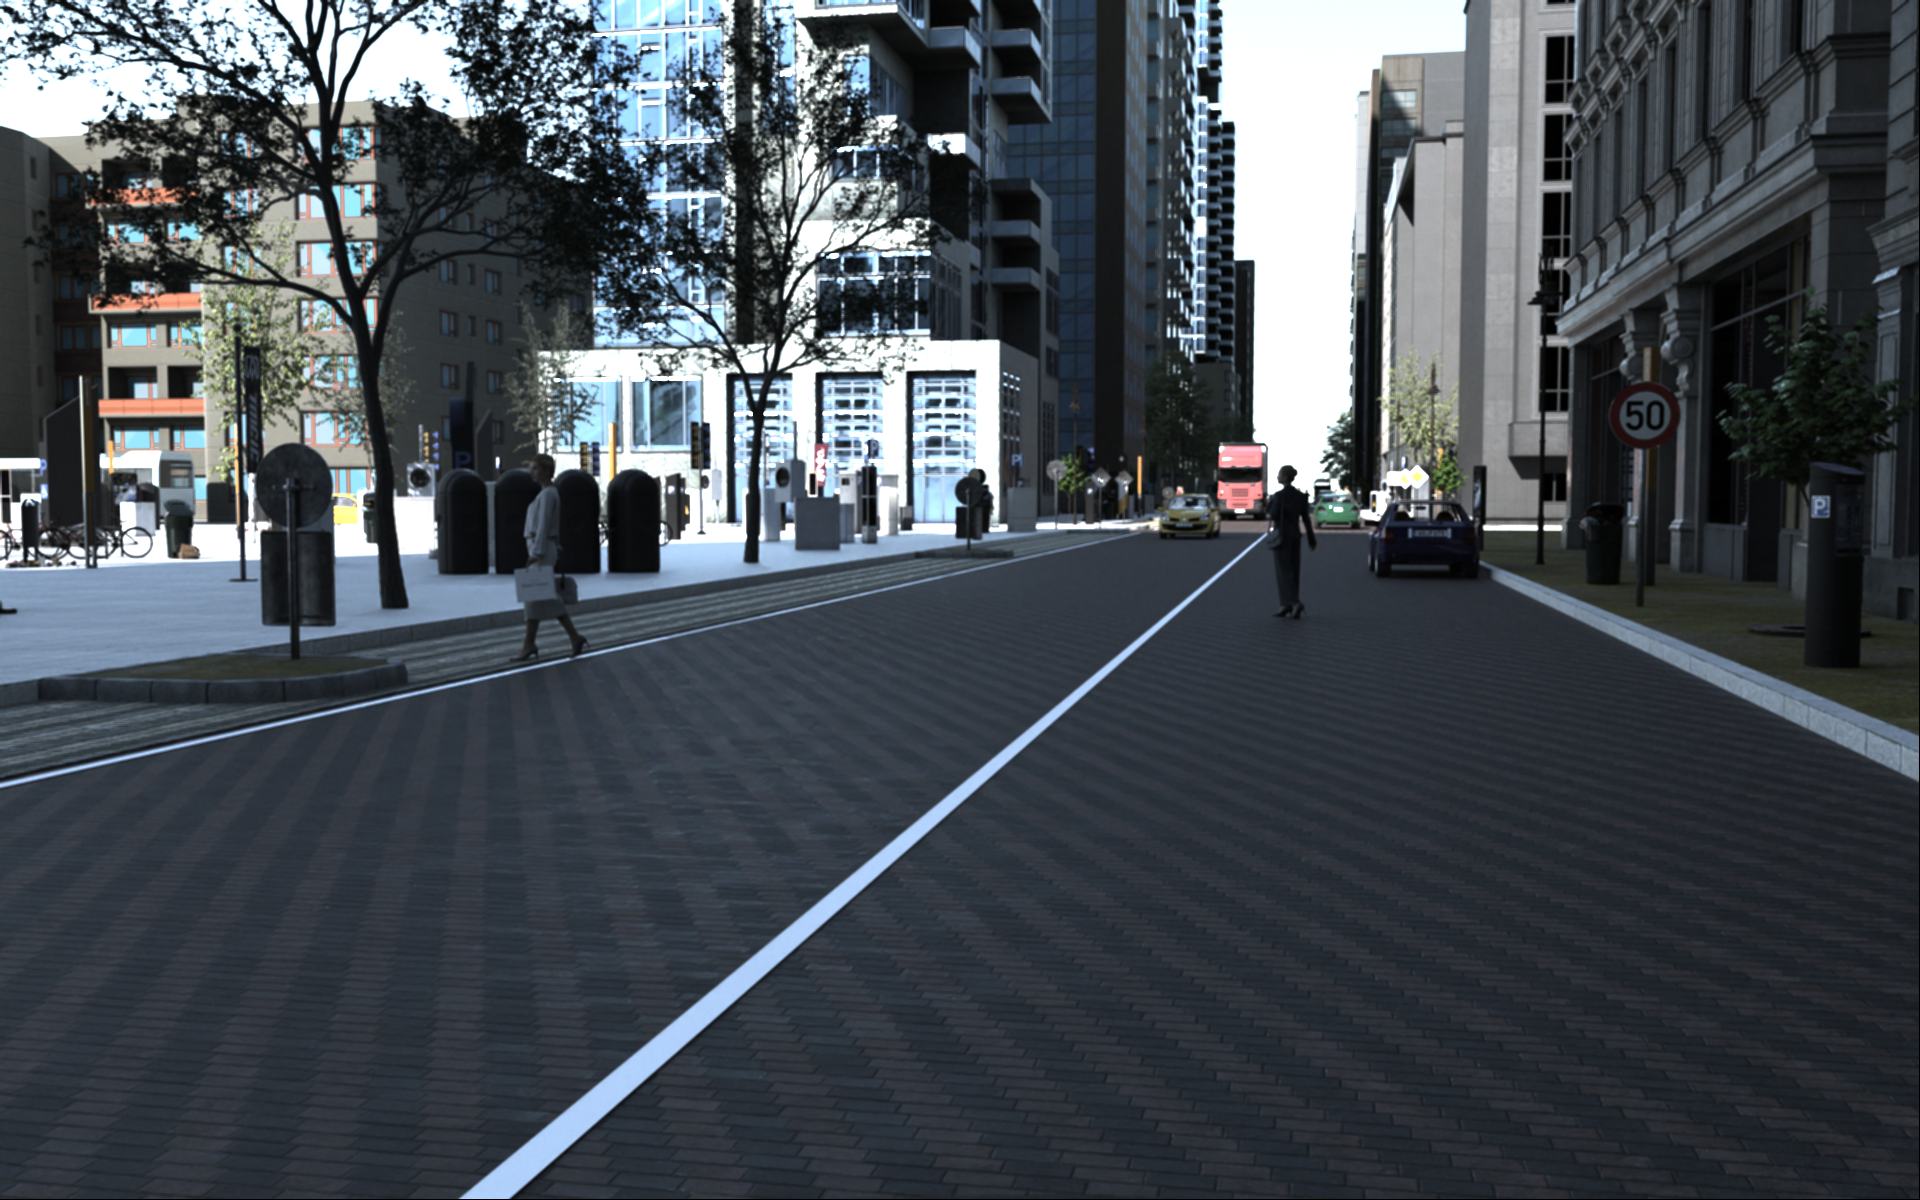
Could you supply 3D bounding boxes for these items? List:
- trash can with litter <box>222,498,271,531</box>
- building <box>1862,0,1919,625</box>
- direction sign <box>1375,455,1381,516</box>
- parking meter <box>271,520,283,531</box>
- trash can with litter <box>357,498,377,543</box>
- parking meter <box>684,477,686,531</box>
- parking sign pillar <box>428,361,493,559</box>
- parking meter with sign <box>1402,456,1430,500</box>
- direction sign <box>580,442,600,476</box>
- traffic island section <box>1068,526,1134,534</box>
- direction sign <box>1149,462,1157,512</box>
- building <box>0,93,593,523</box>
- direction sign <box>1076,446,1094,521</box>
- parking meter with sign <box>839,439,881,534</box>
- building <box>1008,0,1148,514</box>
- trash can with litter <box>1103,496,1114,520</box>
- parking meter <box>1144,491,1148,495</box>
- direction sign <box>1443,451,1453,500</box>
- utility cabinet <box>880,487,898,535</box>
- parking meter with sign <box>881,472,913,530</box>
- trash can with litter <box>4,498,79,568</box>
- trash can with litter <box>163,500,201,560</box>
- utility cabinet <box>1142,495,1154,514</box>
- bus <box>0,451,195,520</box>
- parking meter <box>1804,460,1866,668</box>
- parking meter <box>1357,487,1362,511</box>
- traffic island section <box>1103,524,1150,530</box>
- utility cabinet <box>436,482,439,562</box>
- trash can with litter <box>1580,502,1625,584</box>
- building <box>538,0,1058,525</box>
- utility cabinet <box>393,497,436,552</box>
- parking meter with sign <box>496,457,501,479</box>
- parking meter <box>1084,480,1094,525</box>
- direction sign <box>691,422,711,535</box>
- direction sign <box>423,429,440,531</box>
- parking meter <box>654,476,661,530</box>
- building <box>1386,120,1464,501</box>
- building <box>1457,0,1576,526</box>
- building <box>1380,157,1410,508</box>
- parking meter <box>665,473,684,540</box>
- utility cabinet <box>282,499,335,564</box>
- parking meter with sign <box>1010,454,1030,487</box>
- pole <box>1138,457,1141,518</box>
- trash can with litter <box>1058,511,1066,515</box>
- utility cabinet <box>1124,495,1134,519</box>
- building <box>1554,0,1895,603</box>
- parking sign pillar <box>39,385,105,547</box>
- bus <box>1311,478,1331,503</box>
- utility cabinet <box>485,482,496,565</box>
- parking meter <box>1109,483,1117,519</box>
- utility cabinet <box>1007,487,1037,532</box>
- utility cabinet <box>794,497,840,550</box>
[{"bbox_3d":[-24.490,-3.000,60.112,2.233,1.210,1.678,1,4,14],"label":"trash can with litter"},{"bbox_3d":[12.574,-9.742,8.441,9.793,20.994,18.267,1,4,11],"label":"building"},{"bbox_3d":[24.292,-6.635,100.475,0.379,3.537,0.876,0,4,-2],"label":"direction sign"},{"bbox_3d":[-14.726,-1.937,37.389,0.255,1.863,0.399,-1,4,-15],"label":"parking meter"},{"bbox_3d":[-15.229,-2.068,45.207,0.624,1.170,1.055,0,4,3],"label":"trash can with litter"},{"bbox_3d":[-9.669,-3.302,59.705,0.399,1.863,0.255,-2,4,-24],"label":"parking meter"},{"bbox_3d":[-9.913,-2.823,34.636,1.447,3.967,1.447,-1,4,-13],"label":"parking sign pillar"},{"bbox_3d":[21.477,-5.156,80.563,1.738,3.016,0.543,0,4,-2],"label":"parking meter with sign"},{"bbox_3d":[-16.077,-5.095,75.299,0.876,3.537,0.379,-2,4,-30],"label":"direction sign"},{"bbox_3d":[5.105,-2.511,63.339,2.009,0.180,2.903,1,4,11],"label":"traffic island section"},{"bbox_3d":[13.584,-7.942,121.843,0.379,3.537,0.876,3,5,41],"label":"direction sign"},{"bbox_3d":[-36.983,-15.139,92.568,28.899,21.520,27.650,1,4,11],"label":"building"},{"bbox_3d":[5.878,-5.470,81.431,0.876,3.537,0.379,1,4,19],"label":"direction sign"},{"bbox_3d":[-3.472,-3.605,55.202,1.738,3.016,0.543,2,4,29],"label":"parking meter with sign"},{"bbox_3d":[5.093,-28.603,117.774,14.600,45.320,14.200,1,4,11],"label":"building"},{"bbox_3d":[7.391,-4.625,87.010,0.624,1.170,1.055,0,4,-5],"label":"trash can with litter"},{"bbox_3d":[13.915,-7.426,129.825,0.372,1.533,0.369,0,3,0],"label":"parking meter"},{"bbox_3d":[25.545,-6.066,91.182,0.876,3.537,0.379,-1,4,-13],"label":"direction sign"},{"bbox_3d":[-2.220,-2.806,54.551,0.318,1.500,1.173,-1,4,-16],"label":"utility cabinet"},{"bbox_3d":[-2.521,-3.945,60.763,1.738,3.016,0.543,-2,4,-28],"label":"parking meter with sign"},{"bbox_3d":[-16.369,-1.219,30.986,1.678,1.210,2.233,0,4,-8],"label":"trash can with litter"},{"bbox_3d":[-15.325,-1.401,34.295,0.624,1.170,1.055,-3,5,-45],"label":"trash can with litter"},{"bbox_3d":[12.442,-6.327,114.606,0.306,1.237,1.020,3,5,44],"label":"utility cabinet"},{"bbox_3d":[-40.468,-4.983,76.329,13.247,3.499,2.948,1,4,11],"label":"bus"},{"bbox_3d":[6.515,-0.274,12.896,0.372,1.533,0.369,0,3,0],"label":"parking meter"},{"bbox_3d":[31.081,-7.897,134.823,0.399,1.863,0.255,1,4,17],"label":"parking meter"},{"bbox_3d":[6.702,-2.990,71.164,2.009,0.180,2.903,1,4,11],"label":"traffic island section"},{"bbox_3d":[-9.755,-1.480,32.884,0.318,1.500,1.173,-1,4,-15],"label":"utility cabinet"},{"bbox_3d":[9.159,-0.823,24.843,0.624,1.170,1.055,1,4,13],"label":"trash can with litter"},{"bbox_3d":[-6.200,-47.399,87.642,22.319,86.520,31.000,1,4,11],"label":"building"},{"bbox_3d":[-12.320,-1.693,38.846,1.020,1.237,0.306,-2,4,-28],"label":"utility cabinet"},{"bbox_3d":[-20.942,-5.232,81.804,1.738,3.016,0.543,-2,4,-30],"label":"parking meter with sign"},{"bbox_3d":[5.415,-4.089,72.569,0.399,1.863,0.255,0,4,-4],"label":"parking meter"},{"bbox_3d":[-8.156,-3.826,54.545,0.379,3.537,0.876,2,4,34],"label":"direction sign"},{"bbox_3d":[-18.441,-4.186,60.437,0.876,3.537,0.379,2,4,35],"label":"direction sign"},{"bbox_3d":[-9.863,-3.072,55.933,0.399,1.863,0.255,-1,4,-14],"label":"parking meter"},{"bbox_3d":[33.829,-17.470,104.697,14.314,24.678,30.058,1,4,11],"label":"building"},{"bbox_3d":[33.997,-17.079,72.745,24.014,27.812,14.314,1,4,11],"label":"building"},{"bbox_3d":[38.301,-19.101,130.318,12.078,24.808,19.932,1,4,11],"label":"building"},{"bbox_3d":[-8.022,-2.612,48.419,0.399,1.863,0.255,1,4,18],"label":"parking meter"},{"bbox_3d":[-11.737,-1.228,31.240,0.306,1.237,1.020,1,4,22],"label":"utility cabinet"},{"bbox_3d":[2.764,-4.837,75.343,0.543,3.016,1.738,2,4,24],"label":"parking meter with sign"},{"bbox_3d":[9.744,-6.129,94.060,0.158,3.312,0.155,0,3,0],"label":"pole"},{"bbox_3d":[5.408,-5.853,106.761,2.233,1.210,1.678,2,4,32],"label":"trash can with litter"},{"bbox_3d":[8.669,-4.786,89.409,0.306,1.237,1.020,-1,4,-12],"label":"utility cabinet"},{"bbox_3d":[18.355,-11.463,38.334,10.553,20.767,40.483,1,4,11],"label":"building"},{"bbox_3d":[-21.808,-3.301,42.447,1.447,3.967,1.447,3,4,37],"label":"parking sign pillar"},{"bbox_3d":[55.790,-16.860,267.205,2.896,3.916,12.252,1,4,10],"label":"bus"},{"bbox_3d":[-8.721,-1.375,31.165,1.173,1.500,0.318,2,4,27],"label":"utility cabinet"},{"bbox_3d":[7.852,-5.094,89.003,0.399,1.863,0.255,0,4,6],"label":"parking meter"},{"bbox_3d":[2.057,-3.005,57.808,0.318,1.500,1.173,3,5,42],"label":"utility cabinet"},{"bbox_3d":[-3.292,-1.755,39.859,1.020,1.237,0.306,-1,4,-12],"label":"utility cabinet"}]
